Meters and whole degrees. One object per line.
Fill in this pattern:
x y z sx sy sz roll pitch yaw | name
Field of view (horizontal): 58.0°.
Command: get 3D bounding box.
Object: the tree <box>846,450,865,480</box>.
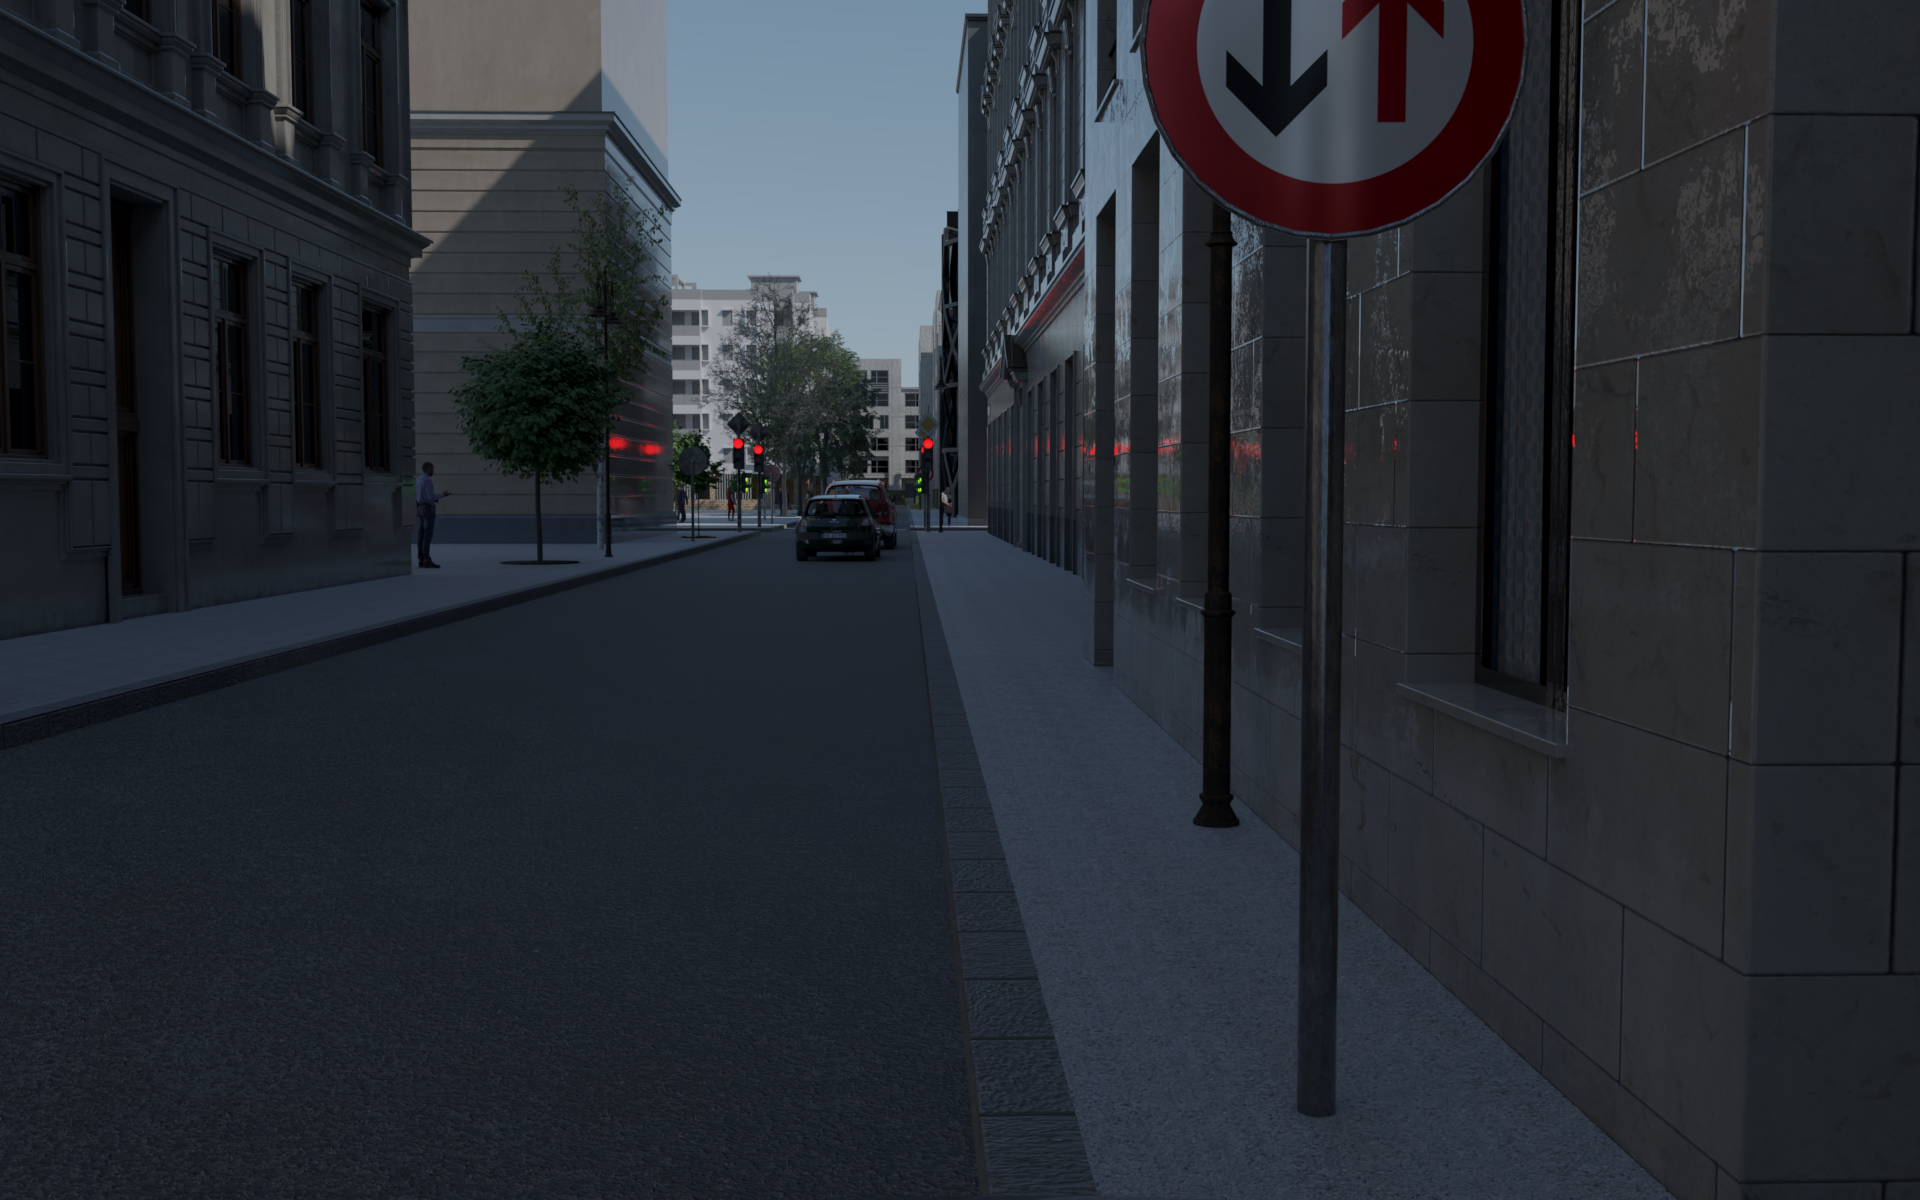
-12.680 -15.085 196.996 4.360 8.622 3.978 0 3 0 | tree

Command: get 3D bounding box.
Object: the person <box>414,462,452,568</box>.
-9.169 -1.482 30.141 0.599 1.838 0.709 -3 5 -42 | person

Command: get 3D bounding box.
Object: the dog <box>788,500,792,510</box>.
-13.584 -7.640 139.295 0.800 0.831 0.513 -2 4 -31 | dog

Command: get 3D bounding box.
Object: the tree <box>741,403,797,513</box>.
-12.786 -10.182 116.840 4.737 8.622 4.395 0 3 0 | tree

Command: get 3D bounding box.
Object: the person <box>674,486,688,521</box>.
-13.498 -4.703 83.485 0.990 1.755 0.434 -3 5 -44 | person

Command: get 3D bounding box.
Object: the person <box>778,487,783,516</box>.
-10.580 -5.861 102.787 0.541 1.710 0.530 -2 4 -35 | person

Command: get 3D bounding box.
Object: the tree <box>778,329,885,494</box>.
-10.520 -13.808 132.414 9.857 13.997 8.962 0 3 0 | tree

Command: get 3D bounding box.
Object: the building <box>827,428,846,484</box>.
-16.300 -14.550 180.044 9.099 9.664 28.070 0 4 -2 | building

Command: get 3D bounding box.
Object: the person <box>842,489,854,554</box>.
-2.646 -1.883 41.502 0.569 1.553 0.471 3 5 42 | person

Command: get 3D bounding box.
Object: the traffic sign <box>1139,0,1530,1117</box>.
0.742 -0.209 3.526 0.768 2.556 0.104 0 4 2 | traffic sign

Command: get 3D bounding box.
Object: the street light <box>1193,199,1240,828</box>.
0.997 -2.066 6.560 0.468 5.910 1.993 0 4 -2 | street light

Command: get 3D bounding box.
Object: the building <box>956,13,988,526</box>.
15.038 -15.636 74.720 30.058 24.678 14.314 0 4 -2 | building

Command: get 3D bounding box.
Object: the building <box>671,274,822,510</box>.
-20.352 -17.810 147.613 16.016 20.091 11.380 0 4 -2 | building

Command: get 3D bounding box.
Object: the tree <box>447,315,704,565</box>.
-7.710 -2.952 31.977 4.285 4.588 4.351 0 3 0 | tree

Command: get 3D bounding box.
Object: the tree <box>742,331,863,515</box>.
-9.998 -11.200 108.882 9.928 11.665 9.643 0 3 0 | tree

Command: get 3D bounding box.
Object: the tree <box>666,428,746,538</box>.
-7.522 -3.426 50.609 1.663 3.219 1.824 0 3 0 | tree

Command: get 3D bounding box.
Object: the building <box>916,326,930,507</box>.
3.932 -19.819 190.491 16.747 18.905 31.486 0 4 -2 | building

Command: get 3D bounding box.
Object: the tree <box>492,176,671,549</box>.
-8.515 -5.502 40.313 4.737 8.622 4.395 0 3 0 | tree

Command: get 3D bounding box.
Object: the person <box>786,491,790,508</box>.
-10.955 -6.123 108.855 0.574 1.496 0.600 -1 4 -18 | person

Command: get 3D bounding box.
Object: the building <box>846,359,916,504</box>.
-0.620 -22.541 235.010 31.486 18.905 16.747 0 4 -2 | building

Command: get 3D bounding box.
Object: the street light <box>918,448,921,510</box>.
-3.247 -10.287 140.982 0.468 5.910 1.993 0 4 -2 | street light

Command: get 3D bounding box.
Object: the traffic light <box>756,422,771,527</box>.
-7.711 -4.733 66.623 0.839 4.213 0.868 0 4 -2 | traffic light

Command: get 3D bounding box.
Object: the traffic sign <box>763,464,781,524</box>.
-8.071 -4.536 74.267 0.768 2.556 0.104 0 4 -2 | traffic sign

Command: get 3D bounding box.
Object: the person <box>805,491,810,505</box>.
-11.104 -7.216 126.487 0.387 1.526 0.523 1 4 22 | person

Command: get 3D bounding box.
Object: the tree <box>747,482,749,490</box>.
-15.544 -7.755 121.392 1.663 3.219 1.824 0 3 0 | tree

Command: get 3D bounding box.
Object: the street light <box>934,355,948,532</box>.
-0.642 -5.198 57.782 0.468 5.910 1.993 0 4 -2 | street light

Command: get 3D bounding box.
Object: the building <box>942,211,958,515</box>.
5.095 -17.411 114.350 12.332 23.373 15.834 0 4 -2 | building

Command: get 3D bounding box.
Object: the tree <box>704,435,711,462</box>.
-12.481 -5.639 75.918 4.285 4.588 4.351 0 3 0 | tree

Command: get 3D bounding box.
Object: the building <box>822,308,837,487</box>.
-19.827 -18.525 159.303 16.016 20.091 11.380 0 4 -2 | building

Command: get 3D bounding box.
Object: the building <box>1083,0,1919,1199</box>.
6.423 -9.180 4.843 10.420 20.320 16.860 0 4 -2 | building

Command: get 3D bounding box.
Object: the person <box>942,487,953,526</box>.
-0.523 -3.718 69.051 0.614 1.554 0.590 -2 4 -28 | person

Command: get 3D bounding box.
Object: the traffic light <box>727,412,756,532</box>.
-7.462 -4.245 58.642 0.839 4.213 0.868 0 4 -2 | traffic light

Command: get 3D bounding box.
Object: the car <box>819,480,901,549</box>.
-2.727 -2.311 46.451 2.281 1.827 5.304 0 4 -1 | car

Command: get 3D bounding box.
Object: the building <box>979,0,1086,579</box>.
9.438 -15.851 35.580 17.030 29.872 44.131 0 4 -2 | building

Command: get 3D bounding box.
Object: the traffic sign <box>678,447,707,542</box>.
-7.222 -2.854 46.762 0.768 2.556 0.104 0 4 1 | traffic sign

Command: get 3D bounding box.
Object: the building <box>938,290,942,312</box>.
3.781 -16.352 131.975 10.561 19.102 19.286 0 4 -2 | building

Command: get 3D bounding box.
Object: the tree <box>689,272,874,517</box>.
-9.941 -11.388 96.561 12.009 13.543 11.850 0 3 0 | tree

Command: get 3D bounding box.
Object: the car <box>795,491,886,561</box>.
-2.666 -1.754 38.463 2.009 1.686 4.222 0 4 0 | car

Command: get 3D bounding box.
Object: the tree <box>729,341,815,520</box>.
-9.353 -8.208 84.567 4.360 8.622 3.978 0 3 0 | tree

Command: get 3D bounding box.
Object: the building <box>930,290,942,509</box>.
6.104 -17.896 159.050 16.747 18.905 31.486 0 4 -2 | building

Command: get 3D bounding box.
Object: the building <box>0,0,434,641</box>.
-13.431 -11.073 17.197 11.583 22.565 21.152 0 4 -2 | building

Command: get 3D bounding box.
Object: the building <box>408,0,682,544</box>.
-18.900 -16.153 50.003 20.117 28.700 13.634 0 4 -2 | building

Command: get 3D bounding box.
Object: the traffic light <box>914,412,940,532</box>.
-1.104 -4.258 58.855 0.839 4.213 0.868 0 4 -2 | traffic light

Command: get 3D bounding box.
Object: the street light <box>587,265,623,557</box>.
-7.172 -3.816 35.173 0.468 5.910 1.993 0 4 -2 | street light

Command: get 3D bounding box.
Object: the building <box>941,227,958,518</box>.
7.332 -14.113 98.197 16.820 18.784 16.811 0 4 -2 | building

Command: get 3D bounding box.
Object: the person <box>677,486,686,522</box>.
-12.799 -4.442 79.589 0.530 1.710 0.541 2 4 30 | person

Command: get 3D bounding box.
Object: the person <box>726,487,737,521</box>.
-10.844 -4.553 82.194 0.444 1.614 0.593 -1 4 -17 | person

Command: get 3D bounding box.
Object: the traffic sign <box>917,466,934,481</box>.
-1.523 -4.647 76.085 0.768 2.556 0.104 0 4 6 | traffic sign

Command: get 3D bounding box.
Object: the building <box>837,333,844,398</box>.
-19.644 -21.591 209.429 11.380 20.091 16.016 0 4 -2 | building
